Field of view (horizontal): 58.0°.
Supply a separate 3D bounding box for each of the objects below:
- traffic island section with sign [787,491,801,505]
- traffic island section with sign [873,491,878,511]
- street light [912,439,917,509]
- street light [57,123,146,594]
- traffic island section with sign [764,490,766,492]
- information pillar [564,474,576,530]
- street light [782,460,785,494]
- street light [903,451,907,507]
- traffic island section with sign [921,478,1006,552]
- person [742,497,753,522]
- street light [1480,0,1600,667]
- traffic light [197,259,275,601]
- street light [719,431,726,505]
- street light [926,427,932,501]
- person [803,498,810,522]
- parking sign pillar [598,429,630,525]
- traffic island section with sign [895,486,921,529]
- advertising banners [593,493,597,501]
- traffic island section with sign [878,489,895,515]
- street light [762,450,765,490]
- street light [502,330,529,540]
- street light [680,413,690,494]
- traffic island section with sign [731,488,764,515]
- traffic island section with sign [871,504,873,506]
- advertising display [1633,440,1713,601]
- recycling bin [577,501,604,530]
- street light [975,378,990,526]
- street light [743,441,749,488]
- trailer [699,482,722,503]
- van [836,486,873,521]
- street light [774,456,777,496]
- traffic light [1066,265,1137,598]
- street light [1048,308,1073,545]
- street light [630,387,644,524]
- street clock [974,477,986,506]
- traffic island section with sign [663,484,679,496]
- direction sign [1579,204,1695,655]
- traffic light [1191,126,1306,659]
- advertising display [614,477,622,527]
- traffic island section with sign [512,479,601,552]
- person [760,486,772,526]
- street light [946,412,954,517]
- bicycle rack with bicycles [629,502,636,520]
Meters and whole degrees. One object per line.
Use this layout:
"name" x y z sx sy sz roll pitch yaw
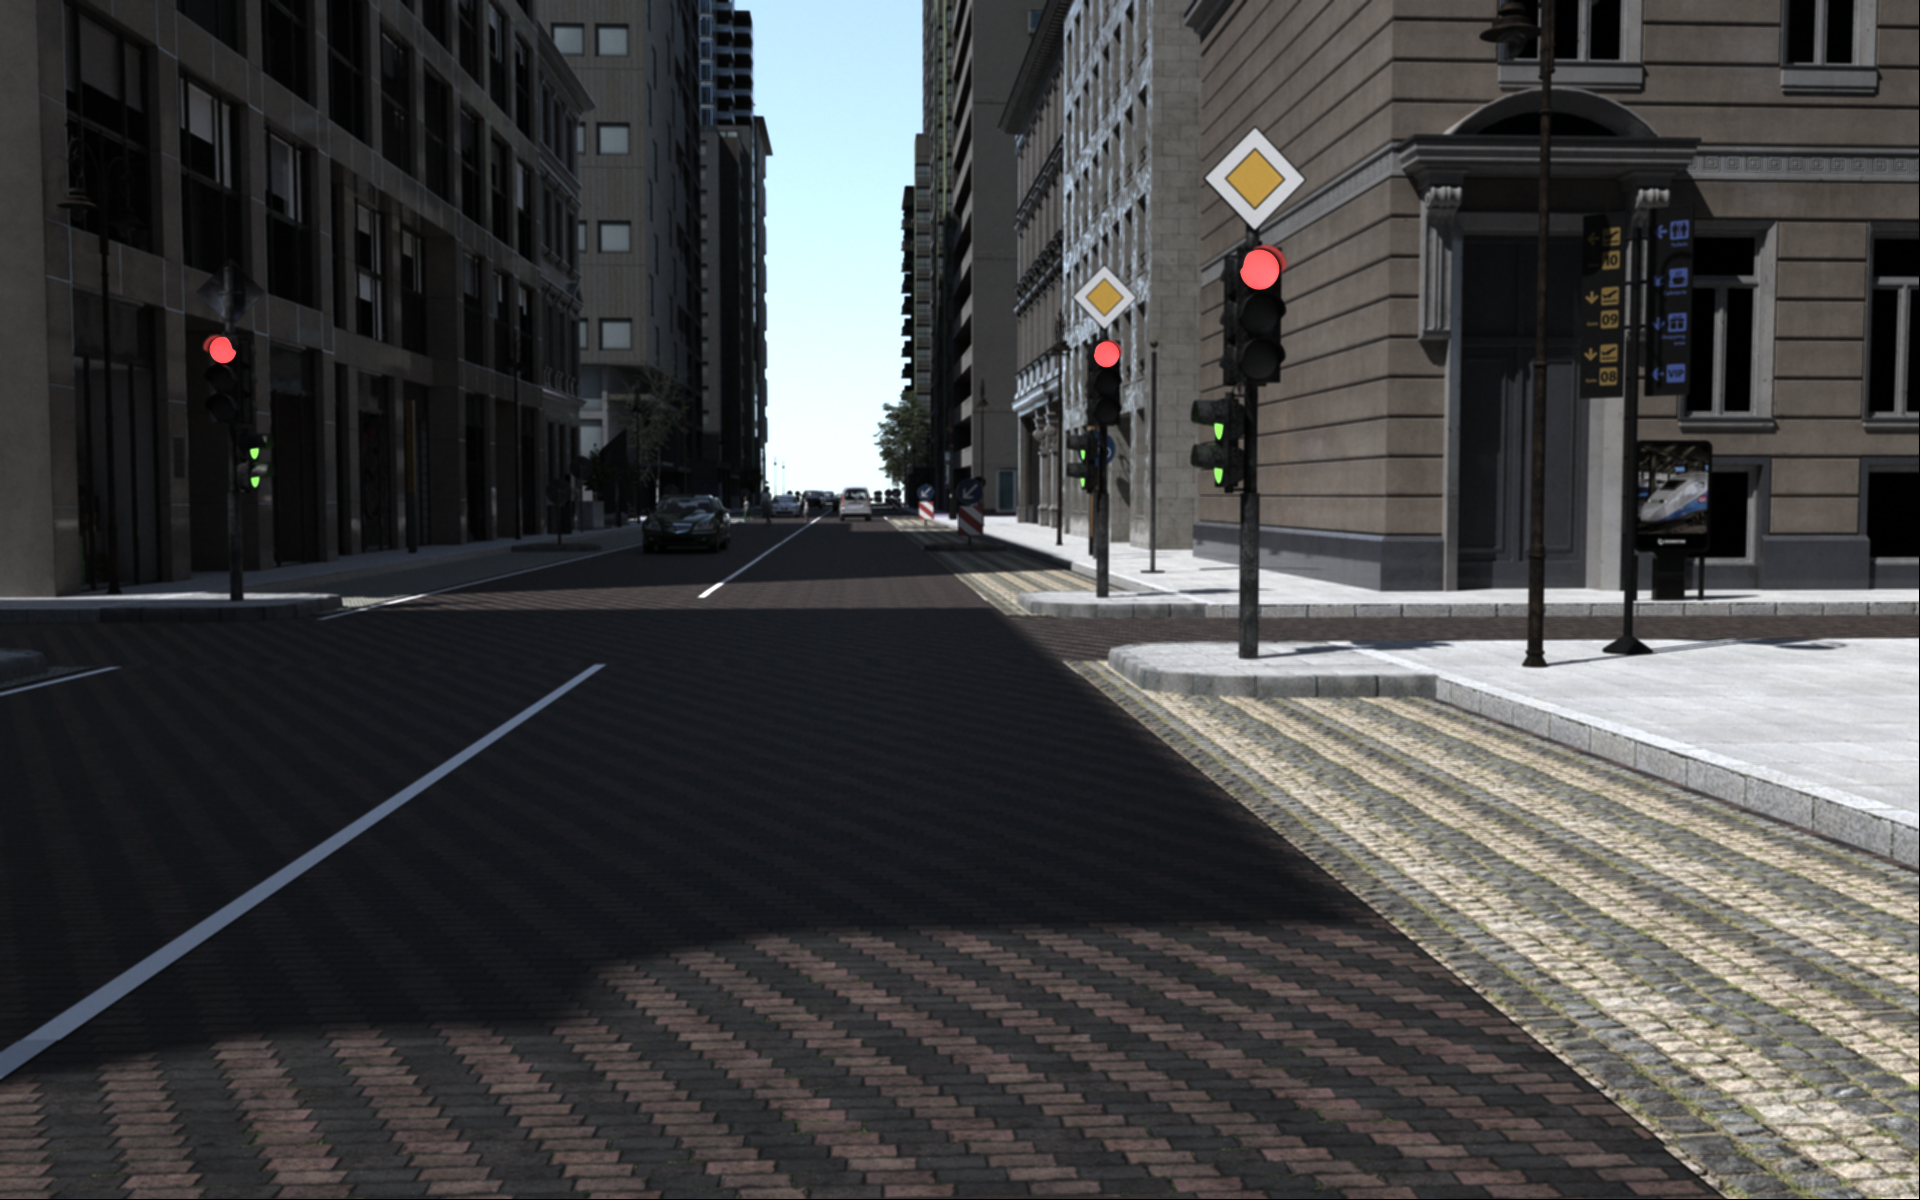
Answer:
"traffic island section with sign" -19.697 -11.775 201.149 1.989 1.847 2.006 0 4 -3
"traffic island section with sign" -6.215 -8.510 147.767 1.989 1.847 2.006 0 4 -3
"street light" -3.839 -10.597 146.052 0.468 5.910 1.993 0 4 -3
"street light" -10.883 -3.017 22.111 0.468 5.910 1.993 0 4 -3
"traffic island section with sign" -16.361 -8.425 146.371 1.989 1.847 2.006 0 4 -3
"information pillar" -14.031 -3.532 62.247 0.304 2.012 0.304 1 4 16
"street light" -23.735 -15.909 232.907 0.468 5.910 1.993 0 4 -3
"street light" -5.465 -12.218 172.546 0.468 5.910 1.993 0 4 -3
"traffic island section with sign" 0.101 -2.153 43.830 1.989 1.847 2.006 0 4 -3
"person" -10.744 -4.575 87.548 0.590 1.304 0.306 1 4 14
"street light" 4.281 -2.442 12.718 0.468 5.910 1.993 0 4 -3
"traffic light" -8.691 -1.946 20.739 0.839 4.253 0.868 0 4 -3
"street light" -16.963 -9.222 123.561 0.468 5.910 1.993 0 4 -3
"street light" -2.179 -8.996 119.865 0.468 5.910 1.993 0 4 -3
"person" -7.710 -4.522 87.442 0.382 1.210 0.505 -1 4 -22
"parking sign pillar" -14.380 -5.082 71.559 1.447 3.967 1.447 3 4 37
"traffic island section with sign" -1.529 -3.799 70.736 1.989 1.847 2.006 0 4 -3
"advertising banners" -19.442 -5.858 91.968 0.090 3.025 2.074 0 4 -4
"traffic island section with sign" -4.526 -6.815 120.058 1.989 1.847 2.006 0 4 -3
"street light" -20.486 -12.723 180.804 0.468 5.910 1.993 0 4 -3
"street light" -12.494 -4.648 48.790 0.468 5.910 1.993 0 4 -3
"street light" -15.473 -7.638 97.667 0.468 5.910 1.993 0 4 -3
"traffic island section with sign" -14.704 -6.752 119.029 1.989 1.847 2.006 0 4 -3
"traffic island section with sign" -9.587 -11.910 203.349 1.989 1.847 2.006 0 4 -3
"advertising display" 8.543 -0.956 20.840 0.974 1.923 0.123 0 4 -7
"recycling bin" -13.280 -3.039 62.237 0.722 1.027 0.722 1 4 21
"street light" 0.893 -5.895 69.171 0.468 5.910 1.993 0 4 -3
"street light" -18.558 -10.844 150.085 0.468 5.910 1.993 0 4 -3
"trailer" -12.025 -4.664 83.304 1.471 1.999 3.904 0 4 -4
"van" -5.615 -5.237 92.641 2.013 2.044 4.112 0 4 -5
"street light" -22.074 -14.326 207.024 0.468 5.910 1.993 0 4 -3
"traffic light" 1.750 -1.986 21.387 0.839 4.253 0.868 0 4 -3
"street light" 2.495 -4.312 43.285 0.468 5.910 1.993 0 4 -3
"street light" -13.940 -6.250 74.976 0.468 5.910 1.993 0 4 -3
"street clock" 0.800 -4.098 71.566 0.471 2.002 0.358 2 4 26
"traffic island section with sign" -11.764 -3.793 70.639 1.989 1.847 2.006 0 4 -3
"direction sign" 5.399 -1.340 13.901 0.876 3.537 0.379 3 5 43
"traffic light" 2.235 -1.498 13.416 0.839 4.253 0.868 0 4 -3
"advertising display" -13.265 -3.793 67.223 0.123 1.923 0.974 -1 4 -22
"traffic island section with sign" -10.109 -2.139 43.604 1.989 1.847 2.006 0 4 -3
"person" -8.651 -4.224 77.794 0.478 1.798 0.641 2 4 32
"street light" -0.546 -7.483 95.132 0.468 5.910 1.993 0 4 -3
"bicycle rack with bicycles" -16.862 -4.310 83.850 2.852 0.926 2.925 -1 4 -18
